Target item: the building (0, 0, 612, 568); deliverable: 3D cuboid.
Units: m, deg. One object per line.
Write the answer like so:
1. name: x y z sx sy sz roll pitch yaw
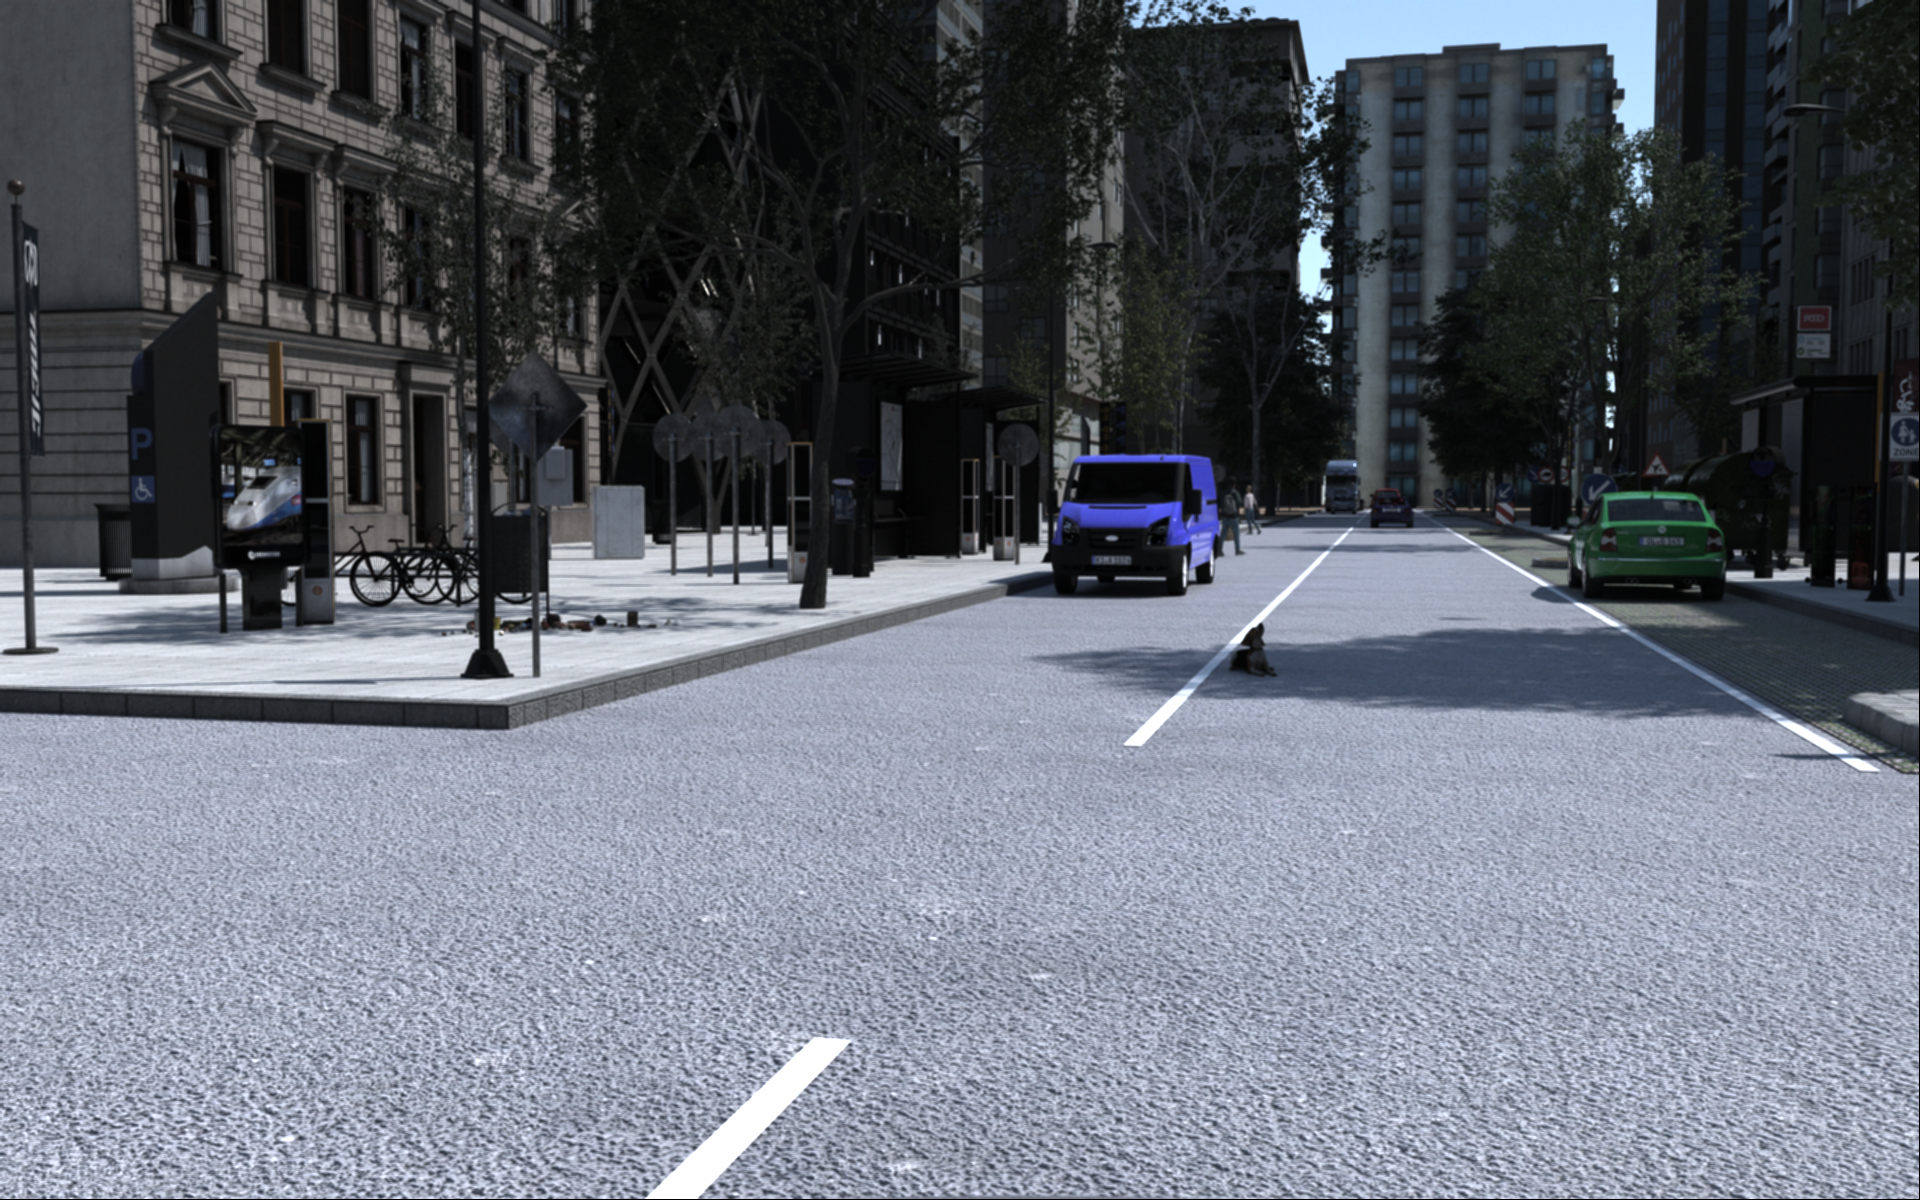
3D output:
1. building: -16.417 -10.681 39.264 10.561 19.102 19.286 1 4 14

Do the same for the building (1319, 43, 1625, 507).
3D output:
1. building: 54.713 -34.732 187.477 30.456 49.044 23.786 1 4 14

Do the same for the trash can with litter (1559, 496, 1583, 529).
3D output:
1. trash can with litter: 22.949 -3.230 63.865 1.678 1.210 2.233 1 4 21

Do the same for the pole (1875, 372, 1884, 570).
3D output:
1. pole: 15.440 -2.154 29.062 0.158 3.312 0.155 0 3 0

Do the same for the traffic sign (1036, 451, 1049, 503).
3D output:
1. traffic sign: 2.335 -3.156 51.703 0.768 2.556 0.104 1 4 14

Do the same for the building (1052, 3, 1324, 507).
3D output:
1. building: 26.942 -37.103 195.869 27.495 52.752 28.713 1 4 14

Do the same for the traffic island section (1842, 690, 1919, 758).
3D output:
1. traffic island section: 6.327 0.761 9.840 2.009 0.180 2.903 1 4 14

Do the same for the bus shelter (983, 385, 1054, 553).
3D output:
1. bus shelter: 0.787 -3.020 40.664 1.731 3.624 6.357 1 4 14

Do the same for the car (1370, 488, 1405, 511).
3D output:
1. car: 28.658 -6.577 116.212 2.281 1.827 5.304 1 4 14

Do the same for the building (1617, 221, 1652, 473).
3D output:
1. building: 75.294 -24.794 177.076 14.107 30.474 14.160 1 4 14

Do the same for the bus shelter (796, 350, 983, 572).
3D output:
1. bus shelter: -1.200 -2.465 31.584 1.731 3.624 6.357 1 4 14

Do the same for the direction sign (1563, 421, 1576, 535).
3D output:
1. direction sign: 19.150 -3.813 54.335 0.379 3.537 0.876 2 4 34

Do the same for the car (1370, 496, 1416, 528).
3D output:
1. car: 18.473 -3.755 73.968 1.945 1.354 3.894 1 4 15

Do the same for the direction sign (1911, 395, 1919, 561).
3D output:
1. direction sign: 18.433 -2.511 33.054 0.379 3.537 0.876 -3 5 -39

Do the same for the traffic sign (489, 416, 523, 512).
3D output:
1. traffic sign: -5.821 -1.373 22.547 0.768 2.556 0.104 1 4 19

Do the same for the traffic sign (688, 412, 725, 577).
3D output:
1. traffic sign: -3.873 -1.630 26.763 0.768 2.556 0.104 1 4 18

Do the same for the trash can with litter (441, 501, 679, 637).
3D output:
1. trash can with litter: -3.780 -0.332 16.486 2.233 1.210 1.678 -1 4 -16

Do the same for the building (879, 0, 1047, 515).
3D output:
1. building: -11.914 -25.177 103.531 32.217 40.220 23.993 1 4 14

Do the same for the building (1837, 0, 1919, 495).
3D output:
1. building: 43.366 -15.251 67.376 12.078 24.808 19.932 1 4 14

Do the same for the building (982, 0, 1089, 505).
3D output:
1. building: -1.864 -33.540 137.610 27.495 52.752 28.713 1 4 14

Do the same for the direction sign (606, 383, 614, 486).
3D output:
1. direction sign: -7.200 -2.676 35.746 0.379 3.537 0.876 0 4 -4

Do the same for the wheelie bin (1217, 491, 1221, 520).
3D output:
1. wheelie bin: 11.352 -4.299 78.198 0.693 1.594 0.980 -2 4 -27

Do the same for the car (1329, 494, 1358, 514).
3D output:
1. car: 27.699 -6.912 125.008 2.014 1.417 4.499 1 4 14

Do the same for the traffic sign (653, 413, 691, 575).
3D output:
1. traffic sign: -4.525 -1.663 27.300 0.768 2.556 0.104 1 4 22

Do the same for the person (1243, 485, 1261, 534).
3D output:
1. person: 10.416 -3.196 61.434 0.598 1.740 0.731 2 4 33

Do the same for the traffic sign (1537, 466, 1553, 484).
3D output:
1. traffic sign: 26.876 -4.854 79.472 0.768 2.556 0.104 1 4 20

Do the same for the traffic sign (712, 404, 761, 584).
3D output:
1. traffic sign: -3.195 -1.501 24.641 0.768 2.556 0.104 1 4 20

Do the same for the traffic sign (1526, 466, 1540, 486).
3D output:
1. traffic sign: 26.467 -4.873 79.775 0.768 2.556 0.104 1 4 15

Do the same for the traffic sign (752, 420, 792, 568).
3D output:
1. traffic sign: -3.273 -1.819 29.850 0.768 2.556 0.104 1 4 16

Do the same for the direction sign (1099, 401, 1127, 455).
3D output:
1. direction sign: 3.765 -3.101 42.695 0.379 3.537 0.876 -3 5 -42

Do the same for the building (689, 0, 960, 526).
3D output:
1. building: -7.854 -15.195 78.111 12.332 23.373 15.834 1 4 14

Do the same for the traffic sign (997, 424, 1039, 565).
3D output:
1. traffic sign: 1.040 -1.914 31.406 0.768 2.556 0.104 1 4 15

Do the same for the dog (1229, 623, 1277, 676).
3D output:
1. dog: 2.421 0.379 13.993 0.550 0.427 0.748 2 4 33

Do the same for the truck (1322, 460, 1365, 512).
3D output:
1. truck: 31.824 -9.364 142.852 2.967 4.110 18.799 1 4 15

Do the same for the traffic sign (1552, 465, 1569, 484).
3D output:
1. traffic sign: 26.630 -4.688 76.760 0.768 2.556 0.104 2 4 23

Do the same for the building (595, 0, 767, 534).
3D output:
1. building: -15.309 -11.627 57.554 16.820 18.784 16.811 1 4 14

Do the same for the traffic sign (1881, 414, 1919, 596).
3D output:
1. traffic sign: 11.884 -1.203 21.792 0.606 2.300 0.079 1 4 22

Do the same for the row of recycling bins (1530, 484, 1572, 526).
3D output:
1. row of recycling bins: 24.392 -3.924 71.277 1.069 1.692 3.534 2 4 35

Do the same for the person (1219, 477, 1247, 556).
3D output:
1. person: 6.154 -1.900 39.552 0.713 1.824 0.794 -2 4 -26

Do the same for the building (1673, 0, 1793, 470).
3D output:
1. building: 58.781 -48.481 105.334 22.319 86.520 31.000 1 4 14

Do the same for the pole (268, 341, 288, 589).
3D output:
1. pole: -9.160 -1.799 23.264 0.158 3.312 0.155 0 3 0

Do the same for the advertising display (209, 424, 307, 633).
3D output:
1. advertising display: -6.599 -0.680 16.333 0.123 1.923 0.974 2 4 29

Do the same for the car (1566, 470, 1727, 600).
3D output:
1. car: 9.760 -0.979 24.797 1.959 1.807 4.718 1 4 15

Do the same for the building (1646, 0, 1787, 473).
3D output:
1. building: 60.175 -29.328 129.632 14.600 45.320 14.200 1 4 14

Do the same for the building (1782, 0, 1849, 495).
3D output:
1. building: 48.822 -24.600 85.810 14.154 41.232 14.086 1 4 14

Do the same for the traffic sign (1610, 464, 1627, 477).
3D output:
1. traffic sign: 28.157 -4.531 74.193 0.768 2.556 0.104 1 4 20

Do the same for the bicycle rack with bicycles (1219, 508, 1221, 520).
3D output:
1. bicycle rack with bicycles: 11.820 -4.253 82.912 2.852 0.926 2.925 -1 4 -11

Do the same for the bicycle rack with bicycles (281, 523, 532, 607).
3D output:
1. bicycle rack with bicycles: -6.279 -0.438 20.546 2.925 0.926 2.852 1 4 11

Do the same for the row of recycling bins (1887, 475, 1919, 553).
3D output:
1. row of recycling bins: 22.192 -1.911 38.352 3.534 1.692 1.069 0 3 0

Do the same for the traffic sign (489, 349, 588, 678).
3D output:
1. traffic sign: -2.961 -0.515 12.062 0.795 2.450 0.064 1 4 14

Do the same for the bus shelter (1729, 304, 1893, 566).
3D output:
1. bus shelter: 16.808 -3.483 34.579 2.179 5.291 8.768 1 4 14

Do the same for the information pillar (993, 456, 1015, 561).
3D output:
1. information pillar: 0.846 -1.763 33.309 0.304 2.012 0.304 -3 5 -40

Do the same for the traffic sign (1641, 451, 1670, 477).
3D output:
1. traffic sign: 21.244 -3.232 52.854 0.884 2.594 0.081 1 4 22

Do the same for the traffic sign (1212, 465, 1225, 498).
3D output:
1. traffic sign: 11.107 -4.586 75.083 0.768 2.556 0.104 1 4 16

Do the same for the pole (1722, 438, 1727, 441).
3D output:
1. pole: 27.697 -4.219 62.818 0.158 3.312 0.155 0 3 0
